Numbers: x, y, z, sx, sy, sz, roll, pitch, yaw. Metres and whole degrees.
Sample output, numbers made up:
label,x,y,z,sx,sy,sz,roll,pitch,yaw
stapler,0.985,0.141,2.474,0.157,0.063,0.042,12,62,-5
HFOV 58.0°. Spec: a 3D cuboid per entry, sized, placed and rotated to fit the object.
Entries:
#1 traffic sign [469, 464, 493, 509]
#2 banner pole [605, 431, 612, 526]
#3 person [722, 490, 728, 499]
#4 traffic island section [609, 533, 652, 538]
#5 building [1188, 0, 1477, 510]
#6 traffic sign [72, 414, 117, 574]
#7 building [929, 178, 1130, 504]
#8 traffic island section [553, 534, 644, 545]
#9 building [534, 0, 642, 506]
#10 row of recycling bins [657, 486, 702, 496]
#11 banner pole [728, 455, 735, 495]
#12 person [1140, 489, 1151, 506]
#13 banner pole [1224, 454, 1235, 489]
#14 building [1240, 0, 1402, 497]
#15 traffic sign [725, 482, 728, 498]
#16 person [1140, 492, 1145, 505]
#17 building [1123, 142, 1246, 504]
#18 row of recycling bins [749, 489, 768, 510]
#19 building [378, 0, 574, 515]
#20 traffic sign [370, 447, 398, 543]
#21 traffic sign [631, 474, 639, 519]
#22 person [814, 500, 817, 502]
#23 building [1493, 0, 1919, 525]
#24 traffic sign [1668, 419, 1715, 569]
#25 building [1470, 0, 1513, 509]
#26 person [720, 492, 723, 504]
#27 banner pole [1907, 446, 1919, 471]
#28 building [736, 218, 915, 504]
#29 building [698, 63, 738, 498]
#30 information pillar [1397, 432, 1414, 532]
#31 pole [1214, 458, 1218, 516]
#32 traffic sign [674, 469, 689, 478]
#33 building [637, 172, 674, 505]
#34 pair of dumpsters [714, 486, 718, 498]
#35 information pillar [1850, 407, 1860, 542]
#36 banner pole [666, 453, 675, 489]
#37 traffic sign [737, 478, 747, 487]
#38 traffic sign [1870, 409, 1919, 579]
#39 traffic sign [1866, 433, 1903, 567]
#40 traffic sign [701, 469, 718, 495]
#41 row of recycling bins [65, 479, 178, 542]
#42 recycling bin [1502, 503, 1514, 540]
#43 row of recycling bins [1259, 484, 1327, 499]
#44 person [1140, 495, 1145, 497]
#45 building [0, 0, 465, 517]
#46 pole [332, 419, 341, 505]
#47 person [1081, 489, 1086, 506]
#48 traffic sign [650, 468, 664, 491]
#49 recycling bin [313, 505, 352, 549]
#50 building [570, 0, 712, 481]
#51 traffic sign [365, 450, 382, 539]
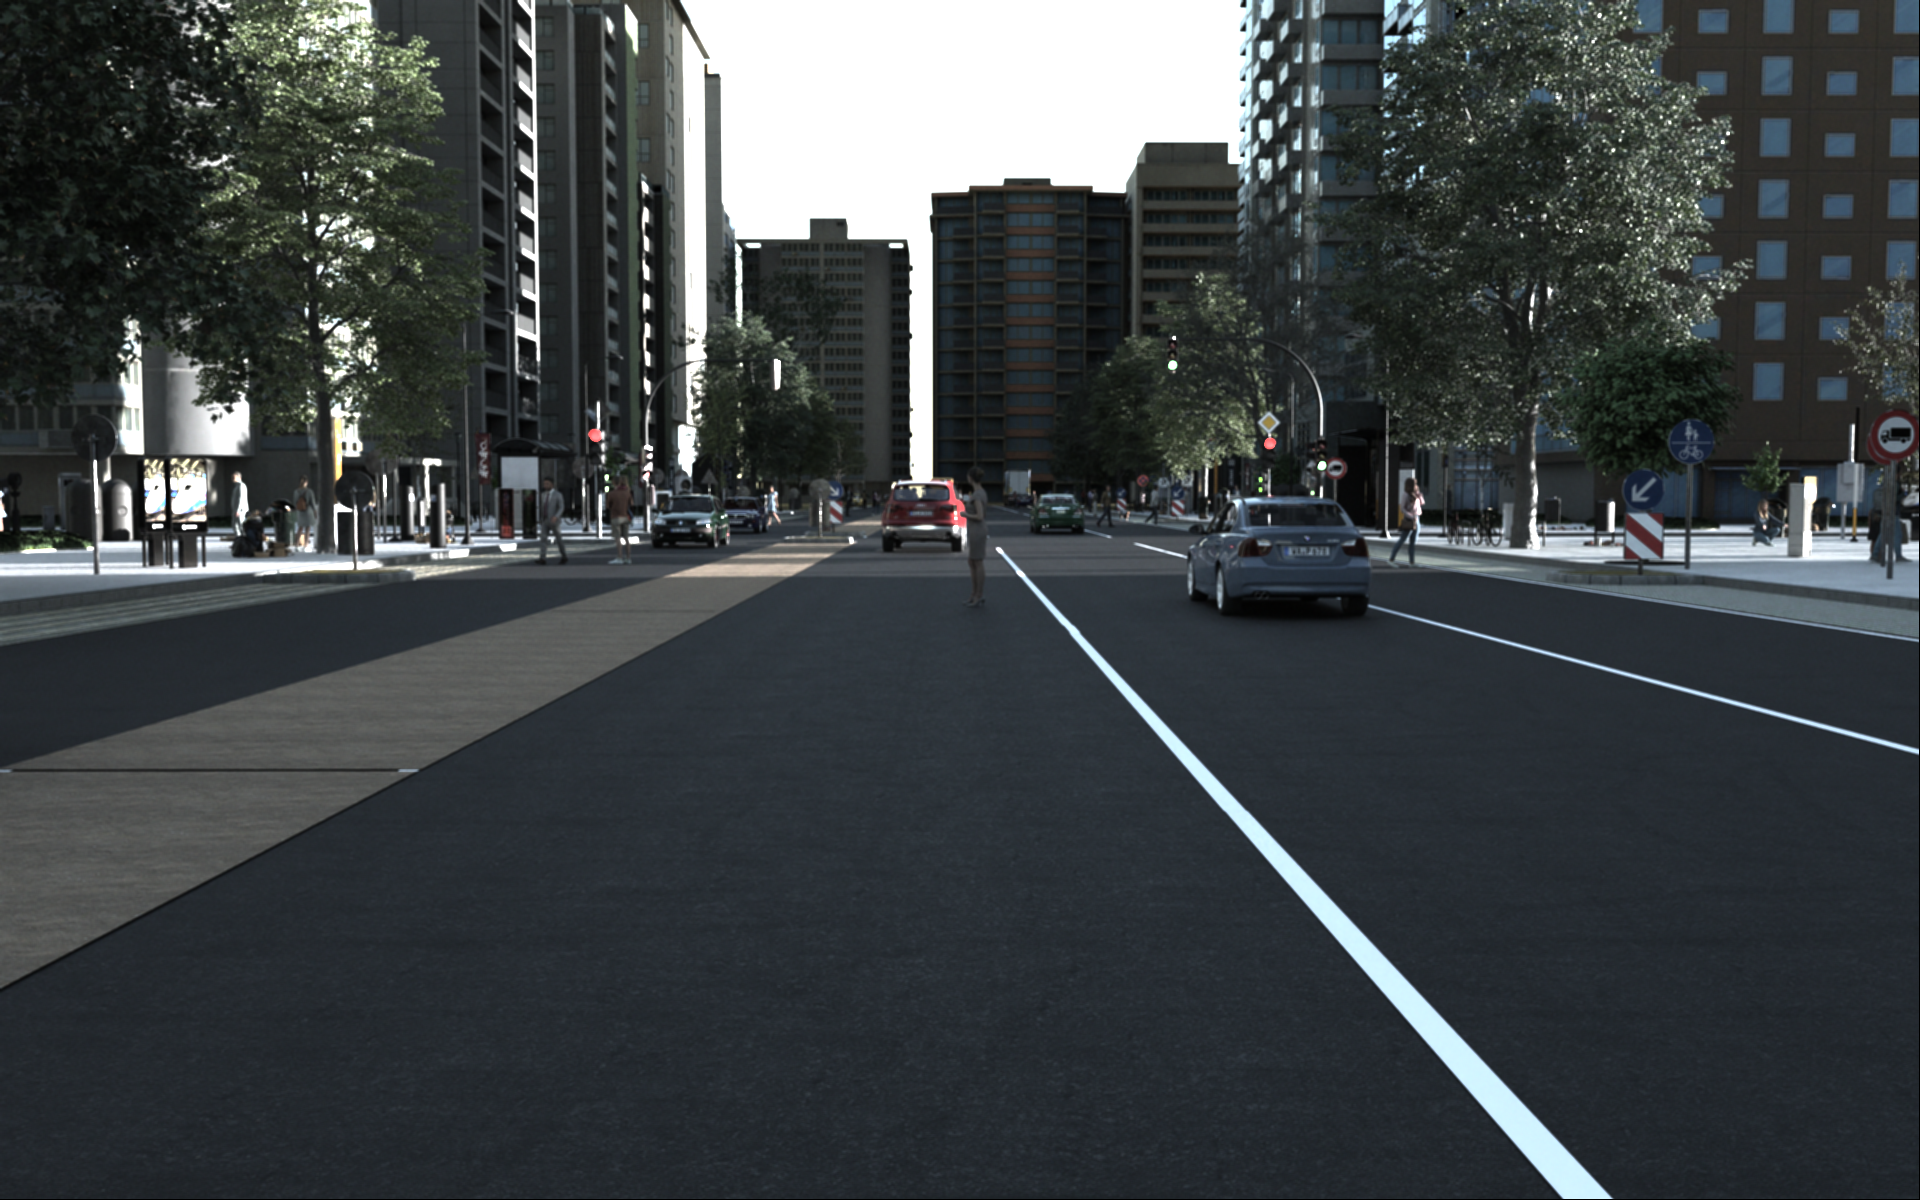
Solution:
label,x,y,z,sx,sy,sz,roll,pitch,yaw
traffic sign,-16.817,-3.717,60.780,0.884,2.594,0.081,0,4,5
banner pole,-13.994,-4.829,68.969,0.401,3.779,0.863,1,4,12
person,-23.962,-10.377,176.505,0.742,1.727,0.445,1,4,23
traffic island section,-10.607,-2.217,58.523,2.009,0.180,2.903,0,4,0
building,37.127,-52.952,178.436,22.319,86.520,31.000,0,4,0
traffic sign,-13.814,-1.684,27.641,0.768,2.556,0.104,0,4,6
building,8.563,-35.948,242.372,28.867,44.769,22.147,0,4,0
traffic island section,-10.556,-1.728,50.538,2.009,0.180,2.903,0,4,0
building,-34.175,-27.927,140.205,14.154,41.232,14.086,0,4,0
row of recycling bins,-14.683,-5.110,90.657,1.069,1.692,3.534,-3,5,-44
banner pole,-14.597,-7.391,110.860,0.863,3.779,0.401,3,5,43
person,20.025,-11.021,186.231,1.348,1.824,0.705,0,4,-1
banner pole,16.181,-6.989,104.292,0.863,3.779,0.401,0,4,-4
building,37.459,-32.345,148.450,23.786,49.044,30.456,0,4,0
traffic sign,-15.082,-6.837,111.892,0.768,2.556,0.104,0,4,8
person,21.109,-11.835,200.219,0.621,1.740,0.551,1,4,19
building,33.804,-37.765,241.159,21.600,48.544,21.300,0,4,0
row of recycling bins,-15.230,-7.552,130.581,1.069,1.692,3.534,-1,4,-18
building,-36.789,-41.241,112.549,20.563,71.187,20.611,0,4,0
traffic sign,-15.102,-2.771,45.416,0.768,2.556,0.104,0,4,8
traffic sign,-16.692,-5.343,89.486,0.606,2.300,0.079,0,4,7
person,-17.050,-12.125,205.000,1.217,1.736,0.721,-2,4,-31
building,33.579,-26.166,77.930,14.200,45.320,14.600,0,4,0
traffic sign,12.405,-1.796,29.469,0.768,2.556,0.104,0,4,3
building,36.494,-48.927,112.625,22.319,86.520,31.000,0,4,0
person,-21.005,-8.847,151.251,0.990,1.755,0.434,1,4,18
banner pole,34.174,-4.405,62.033,0.401,3.779,0.863,-3,4,-36
building,-18.670,-33.915,246.384,23.993,40.220,32.217,0,4,0
building,-45.483,-42.708,240.273,28.212,58.520,21.231,0,4,0
information pillar,15.029,-4.097,58.347,0.504,3.616,0.183,2,4,24
pole,14.319,-6.308,96.978,0.158,3.312,0.155,0,3,0
traffic sign,-14.284,-5.433,88.941,0.768,2.556,0.104,0,4,2
building,-33.851,-23.444,155.006,14.160,30.474,14.107,0,4,0
pair of dumpsters,-16.437,-6.619,110.708,1.574,2.255,4.437,0,4,0
information pillar,24.138,-3.382,46.649,0.183,3.616,0.504,2,4,28
banner pole,-17.719,-7.082,105.800,0.401,3.779,0.863,2,4,35
traffic sign,-13.588,-6.465,107.836,0.606,2.300,0.079,0,4,3
traffic sign,14.049,-1.590,26.096,0.768,2.556,0.104,0,4,1
traffic sign,16.299,-1.859,30.503,0.768,2.556,0.104,0,4,1
traffic sign,-12.682,-5.356,87.572,0.884,2.594,0.081,0,4,1
row of recycling bins,-22.777,-2.476,47.598,1.069,1.692,3.534,2,4,30
recycling bin,15.617,-2.200,48.523,0.722,1.027,0.722,1,4,11
row of recycling bins,13.266,-3.798,69.218,1.069,1.692,3.534,-2,4,-32
person,21.764,-12.373,209.060,1.217,1.735,0.721,-1,4,-18
building,-42.017,-23.935,83.215,32.217,40.220,23.993,0,4,0
pole,-17.010,-3.270,47.313,0.158,3.312,0.155,0,3,0
person,13.550,-11.237,189.704,0.705,1.831,1.348,3,4,37
traffic sign,-15.022,-5.239,85.756,0.768,2.556,0.104,0,4,3
recycling bin,-14.681,-1.719,40.653,0.722,1.027,0.722,3,5,40
building,-41.336,-36.144,180.195,27.495,52.752,28.713,0,4,0
traffic sign,-16.448,-2.986,48.929,0.768,2.556,0.104,1,4,8
